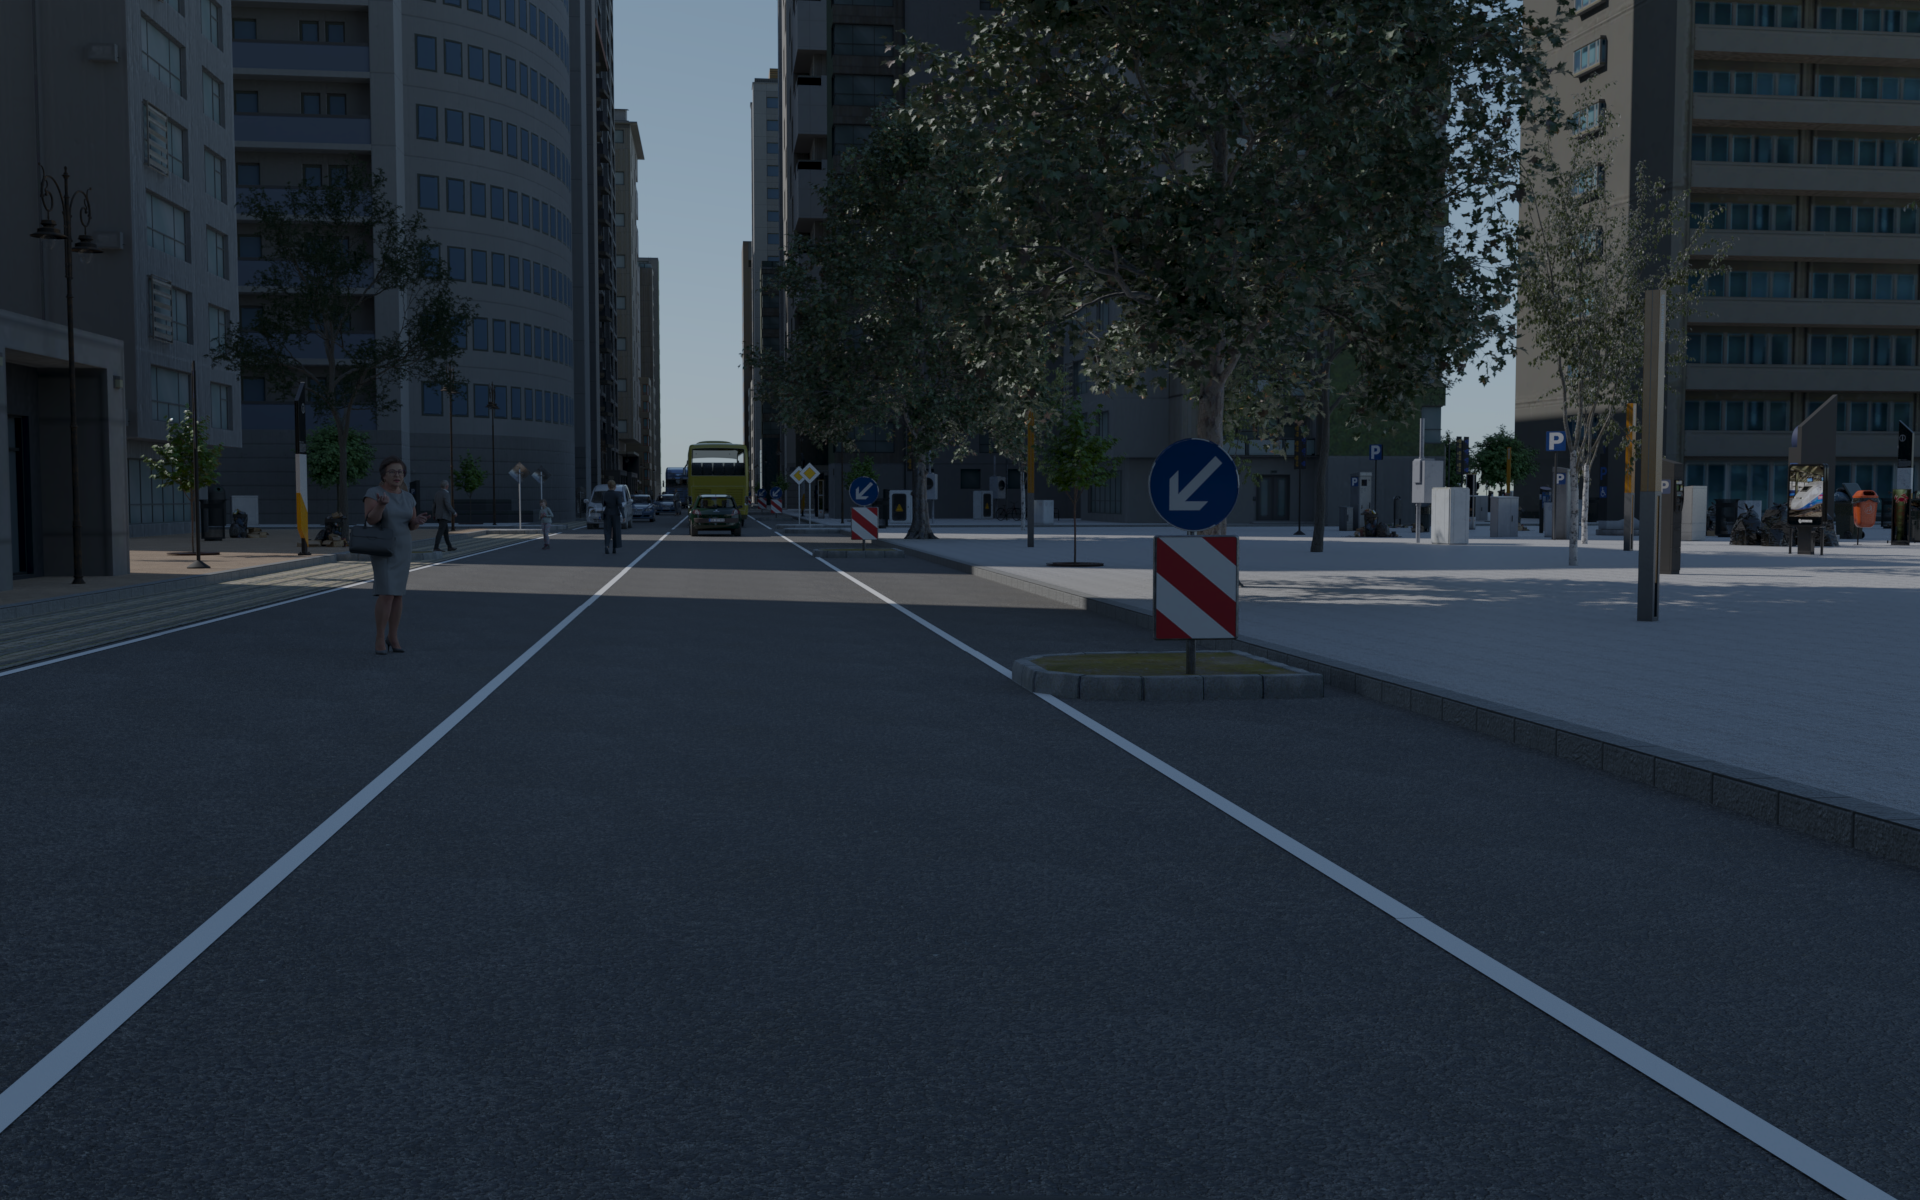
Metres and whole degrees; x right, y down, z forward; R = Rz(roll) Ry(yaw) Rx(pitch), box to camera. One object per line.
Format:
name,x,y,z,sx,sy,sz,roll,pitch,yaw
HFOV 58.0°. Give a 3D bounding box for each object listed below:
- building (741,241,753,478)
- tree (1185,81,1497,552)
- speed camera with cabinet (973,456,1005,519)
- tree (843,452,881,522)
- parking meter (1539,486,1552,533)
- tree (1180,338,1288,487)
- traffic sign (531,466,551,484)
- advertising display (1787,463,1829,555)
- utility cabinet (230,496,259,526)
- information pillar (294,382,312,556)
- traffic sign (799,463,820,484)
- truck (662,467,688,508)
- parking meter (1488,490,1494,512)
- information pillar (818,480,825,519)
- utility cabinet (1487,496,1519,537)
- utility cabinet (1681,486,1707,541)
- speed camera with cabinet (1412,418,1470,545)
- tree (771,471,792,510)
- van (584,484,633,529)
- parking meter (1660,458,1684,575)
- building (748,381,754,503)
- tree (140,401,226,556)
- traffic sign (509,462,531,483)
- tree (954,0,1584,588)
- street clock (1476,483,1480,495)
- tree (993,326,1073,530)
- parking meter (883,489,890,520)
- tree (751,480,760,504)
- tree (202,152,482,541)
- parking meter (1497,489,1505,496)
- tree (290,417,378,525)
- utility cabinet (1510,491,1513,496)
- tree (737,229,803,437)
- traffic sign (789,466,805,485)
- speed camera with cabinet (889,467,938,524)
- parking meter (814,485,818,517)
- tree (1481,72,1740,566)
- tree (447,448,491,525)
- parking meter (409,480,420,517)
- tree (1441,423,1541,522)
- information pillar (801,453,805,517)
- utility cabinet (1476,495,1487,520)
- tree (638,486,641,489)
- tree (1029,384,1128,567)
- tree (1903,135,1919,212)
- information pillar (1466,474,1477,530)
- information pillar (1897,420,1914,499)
building,-30.274,-39.575,297.159,14.600,45.320,14.200,0,4,-8
tree,8.230,-6.331,37.926,7.601,10.594,8.767,1,4,9
speed camera with cabinet,1.505,-5.744,88.255,0.660,3.252,2.038,3,4,38
tree,-4.670,-5.285,81.012,1.663,3.219,1.824,0,3,0
parking meter,19.223,-2.964,56.875,0.372,1.533,0.369,0,3,0
tree,9.129,-6.684,59.651,4.737,8.622,4.395,0,3,0
traffic sign,-17.060,-4.181,70.546,0.795,2.593,0.064,0,4,-8
advertising display,17.936,-1.924,36.668,0.123,1.923,0.974,-1,4,-19
utility cabinet,-28.943,-3.601,70.046,1.020,1.237,0.306,-2,4,-35
information pillar,-13.739,-2.739,36.132,0.183,3.616,0.504,0,4,-4
traffic sign,-5.540,-3.786,64.096,0.795,2.593,0.064,0,4,-8
truck,-29.110,-11.572,178.963,2.967,4.110,18.799,-1,4,-9
parking meter,37.257,-6.921,121.573,0.372,1.533,0.369,0,3,0
information pillar,-7.260,-5.268,90.630,0.304,2.012,0.304,0,4,4
utility cabinet,16.231,-2.475,51.630,1.020,1.237,0.306,-3,4,-37
utility cabinet,20.113,-2.374,47.494,0.318,1.500,1.173,3,5,40
speed camera with cabinet,12.400,-3.078,44.669,0.660,3.252,2.038,-1,4,-13
tree,-14.899,-9.084,143.131,1.663,3.219,1.824,0,3,0
van,-14.594,-3.985,72.164,2.013,2.044,4.112,0,4,-7
parking meter,11.338,-1.346,27.721,0.255,1.863,0.399,-3,4,-37
building,-19.676,-26.460,277.664,27.650,21.520,28.899,0,4,-8
tree,-16.266,-2.551,36.318,1.663,3.219,1.824,0,3,0
traffic sign,-15.933,-3.697,62.641,0.795,2.593,0.064,0,4,-8
tree,3.500,-6.521,23.629,9.611,12.733,9.660,0,3,0
street clock,30.869,-6.059,103.637,0.471,2.002,0.358,-3,5,-43
tree,2.165,-6.753,60.779,4.737,8.622,4.395,0,3,0
parking meter,-3.691,-4.823,87.275,0.372,1.533,0.369,0,3,0
tree,-26.607,-14.346,229.155,1.663,3.219,1.824,0,3,0
tree,-16.372,-6.854,46.472,8.767,10.594,7.601,2,4,24
parking meter,26.255,-4.626,84.054,0.372,1.533,0.369,0,3,0
tree,-25.682,-5.349,71.172,4.285,4.588,4.351,0,3,0
utility cabinet,45.186,-8.066,140.553,1.173,1.500,0.318,-1,4,-22
tree,-1.215,-8.080,49.124,9.611,12.733,9.660,0,3,0
traffic sign,-6.667,-4.270,72.001,0.795,2.593,0.064,0,4,-8
speed camera with cabinet,-2.029,-4.948,75.228,2.038,3.252,0.660,1,4,11
parking meter,-7.993,-5.606,97.362,0.399,1.863,0.255,-1,4,-15
tree,11.081,-4.910,30.637,4.360,8.622,3.978,0,3,0
tree,-20.854,-4.809,73.236,1.663,3.219,1.824,0,3,0
parking meter,-22.967,-4.114,72.970,0.399,1.863,0.255,1,4,21
tree,24.863,-5.876,79.786,4.285,4.588,4.351,0,3,0
information pillar,-8.963,-6.570,98.771,0.183,3.616,0.504,-1,4,-21
utility cabinet,25.143,-4.470,84.251,1.020,1.237,0.306,0,4,-8
tree,-40.880,-13.535,215.892,1.663,3.219,1.824,0,3,0
tree,2.062,-2.208,30.695,1.663,3.219,1.824,0,3,0
tree,16.518,-4.640,26.225,4.360,8.622,3.978,0,3,0
information pillar,18.423,-3.546,62.463,0.304,2.012,0.304,2,4,33
information pillar,29.983,-3.891,54.977,0.183,3.616,0.504,-2,4,-28
